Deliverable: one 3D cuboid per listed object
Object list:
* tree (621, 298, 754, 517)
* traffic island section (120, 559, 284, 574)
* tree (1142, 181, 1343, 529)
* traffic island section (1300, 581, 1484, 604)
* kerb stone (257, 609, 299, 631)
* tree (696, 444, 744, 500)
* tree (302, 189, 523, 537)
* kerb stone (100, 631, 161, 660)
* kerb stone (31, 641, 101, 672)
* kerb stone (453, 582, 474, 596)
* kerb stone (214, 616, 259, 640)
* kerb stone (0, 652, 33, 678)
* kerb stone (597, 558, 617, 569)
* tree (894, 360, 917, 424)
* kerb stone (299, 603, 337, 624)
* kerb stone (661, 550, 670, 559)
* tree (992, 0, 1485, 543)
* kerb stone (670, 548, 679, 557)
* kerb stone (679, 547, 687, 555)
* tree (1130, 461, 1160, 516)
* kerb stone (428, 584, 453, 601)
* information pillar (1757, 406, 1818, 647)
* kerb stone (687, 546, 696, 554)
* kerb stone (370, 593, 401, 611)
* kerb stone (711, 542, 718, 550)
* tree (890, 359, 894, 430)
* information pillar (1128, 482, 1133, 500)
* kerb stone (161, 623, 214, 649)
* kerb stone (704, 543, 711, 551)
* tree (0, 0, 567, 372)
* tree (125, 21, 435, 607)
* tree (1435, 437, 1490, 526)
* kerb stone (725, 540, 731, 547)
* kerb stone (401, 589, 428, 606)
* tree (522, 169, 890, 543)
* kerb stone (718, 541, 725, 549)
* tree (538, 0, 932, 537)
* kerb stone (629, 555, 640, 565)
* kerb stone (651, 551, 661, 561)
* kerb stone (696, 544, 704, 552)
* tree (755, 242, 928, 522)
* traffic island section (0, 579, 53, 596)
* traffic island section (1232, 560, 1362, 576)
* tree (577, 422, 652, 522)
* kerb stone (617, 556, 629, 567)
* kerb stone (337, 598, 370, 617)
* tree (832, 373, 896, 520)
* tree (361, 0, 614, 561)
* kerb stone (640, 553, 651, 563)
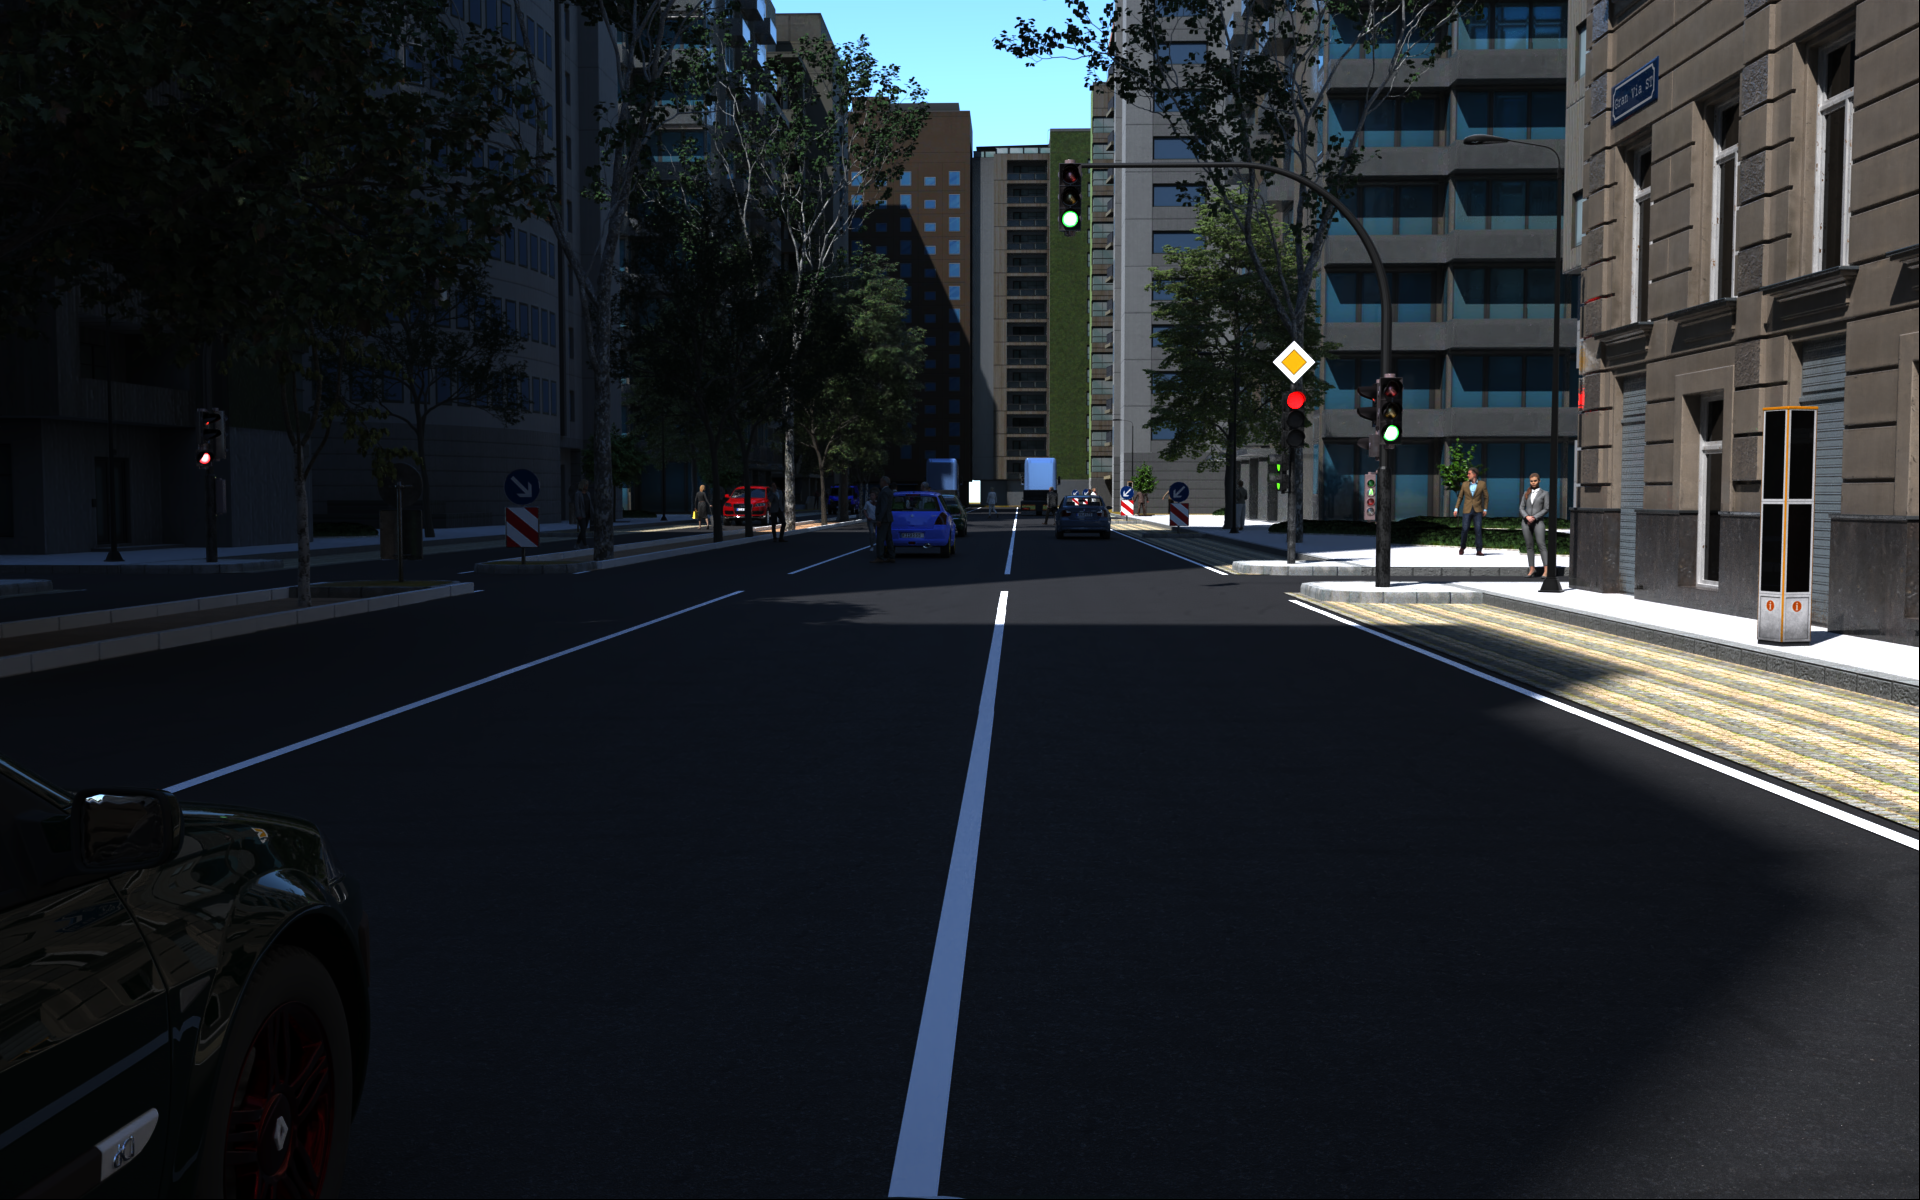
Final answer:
[{"bbox_3d":[-15.096,-10.849,95.509,7.486,12.596,7.792,0,3,0],"label":"tree"},{"bbox_3d":[-14.104,-0.632,32.613,2.009,0.180,2.903,0,4,2],"label":"traffic island section"},{"bbox_3d":[10.303,-8.892,63.505,7.486,12.596,7.792,0,3,0],"label":"tree"},{"bbox_3d":[5.850,-0.101,23.932,2.009,0.180,2.903,0,4,2],"label":"traffic island section"},{"bbox_3d":[-7.358,0.226,18.510,0.120,0.150,1.000,0,4,2],"label":"kerb stone"},{"bbox_3d":[-14.444,-7.413,104.910,4.285,4.588,4.351,0,3,0],"label":"tree"},{"bbox_3d":[-16.071,-7.135,51.074,7.601,10.594,8.767,0,4,-1],"label":"tree"},{"bbox_3d":[-7.458,0.413,15.442,0.120,0.150,1.000,0,4,2],"label":"kerb stone"},{"bbox_3d":[-7.493,0.478,14.415,0.120,0.150,1.000,0,4,2],"label":"kerb stone"},{"bbox_3d":[-7.136,-0.150,24.652,0.120,0.150,1.000,0,4,2],"label":"kerb stone"},{"bbox_3d":[-7.385,0.289,17.488,0.120,0.150,1.000,0,4,2],"label":"kerb stone"},{"bbox_3d":[-7.532,0.543,13.394,0.120,0.150,1.000,0,4,2],"label":"kerb stone"},{"bbox_3d":[-6.839,-0.685,33.402,0.120,0.150,1.000,0,4,2],"label":"kerb stone"},{"bbox_3d":[-6.062,-8.628,77.942,8.767,10.594,7.601,0,4,2],"label":"tree"},{"bbox_3d":[-7.316,0.163,19.531,0.120,0.150,1.000,0,4,2],"label":"kerb stone"},{"bbox_3d":[-6.663,-0.998,38.514,0.120,0.150,1.000,0,4,2],"label":"kerb stone"},{"bbox_3d":[7.646,-11.627,45.993,12.611,20.169,13.585,0,3,0],"label":"tree"},{"bbox_3d":[-6.629,-1.060,39.536,0.120,0.150,1.000,0,4,2],"label":"kerb stone"},{"bbox_3d":[-6.598,-1.123,40.558,0.120,0.150,1.000,0,4,2],"label":"kerb stone"},{"bbox_3d":[11.328,-6.730,104.643,1.663,3.219,1.824,0,3,0],"label":"tree"},{"bbox_3d":[-7.182,-0.084,23.632,0.120,0.150,1.000,0,4,2],"label":"kerb stone"},{"bbox_3d":[7.005,-0.623,14.672,0.304,2.012,0.304,-1,4,-16],"label":"information pillar"},{"bbox_3d":[-6.550,-1.186,41.579,0.120,0.150,1.000,0,4,2],"label":"kerb stone"},{"bbox_3d":[-7.240,0.038,21.579,0.120,0.150,1.000,0,4,2],"label":"kerb stone"},{"bbox_3d":[-6.453,-1.371,44.644,0.120,0.150,1.000,0,4,2],"label":"kerb stone"},{"bbox_3d":[-6.934,-7.365,57.291,8.767,10.594,7.601,0,4,2],"label":"tree"},{"bbox_3d":[10.049,-5.986,102.364,0.304,2.012,0.304,0,4,4],"label":"information pillar"},{"bbox_3d":[-7.415,0.350,16.467,0.120,0.150,1.000,0,4,2],"label":"kerb stone"},{"bbox_3d":[-6.480,-1.311,43.622,0.120,0.150,1.000,0,4,2],"label":"kerb stone"},{"bbox_3d":[-8.532,-5.787,14.077,9.611,12.733,9.660,0,3,0],"label":"tree"},{"bbox_3d":[-8.276,-4.198,21.457,4.737,8.622,4.395,0,3,0],"label":"tree"},{"bbox_3d":[16.959,-3.948,59.158,1.663,3.219,1.824,0,3,0],"label":"tree"},{"bbox_3d":[-6.375,-1.498,46.697,0.120,0.150,1.000,0,4,2],"label":"kerb stone"},{"bbox_3d":[-7.204,-0.025,22.606,0.120,0.150,1.000,0,4,2],"label":"kerb stone"},{"bbox_3d":[-6.705,-6.817,48.334,8.767,10.594,7.601,0,4,2],"label":"tree"},{"bbox_3d":[-6.409,-1.432,45.676,0.120,0.150,1.000,0,4,2],"label":"kerb stone"},{"bbox_3d":[-7.784,-12.793,67.516,12.611,20.169,13.585,0,3,0],"label":"tree"},{"bbox_3d":[-6.765,-0.811,35.449,0.120,0.150,1.000,0,4,2],"label":"kerb stone"},{"bbox_3d":[-6.696,-0.936,37.492,0.120,0.150,1.000,0,4,2],"label":"kerb stone"},{"bbox_3d":[-6.518,-1.248,42.601,0.120,0.150,1.000,0,4,2],"label":"kerb stone"},{"bbox_3d":[-6.005,-10.953,88.198,9.857,13.997,8.962,0,3,0],"label":"tree"},{"bbox_3d":[-14.379,-0.144,24.632,2.009,0.180,2.903,0,4,2],"label":"traffic island section"},{"bbox_3d":[6.125,-0.589,31.913,2.009,0.180,2.903,0,4,2],"label":"traffic island section"},{"bbox_3d":[-15.727,-5.814,78.778,4.285,4.588,4.351,0,3,0],"label":"tree"},{"bbox_3d":[-6.801,-0.748,34.427,0.120,0.150,1.000,0,4,2],"label":"kerb stone"},{"bbox_3d":[-7.278,0.100,20.557,0.120,0.150,1.000,0,4,2],"label":"kerb stone"},{"bbox_3d":[-5.440,-9.042,100.651,4.360,8.622,3.978,0,3,0],"label":"tree"},{"bbox_3d":[-8.806,-10.947,37.334,12.611,20.169,13.585,0,3,0],"label":"tree"},{"bbox_3d":[-6.731,-0.873,36.471,0.120,0.150,1.000,0,4,2],"label":"kerb stone"}]
